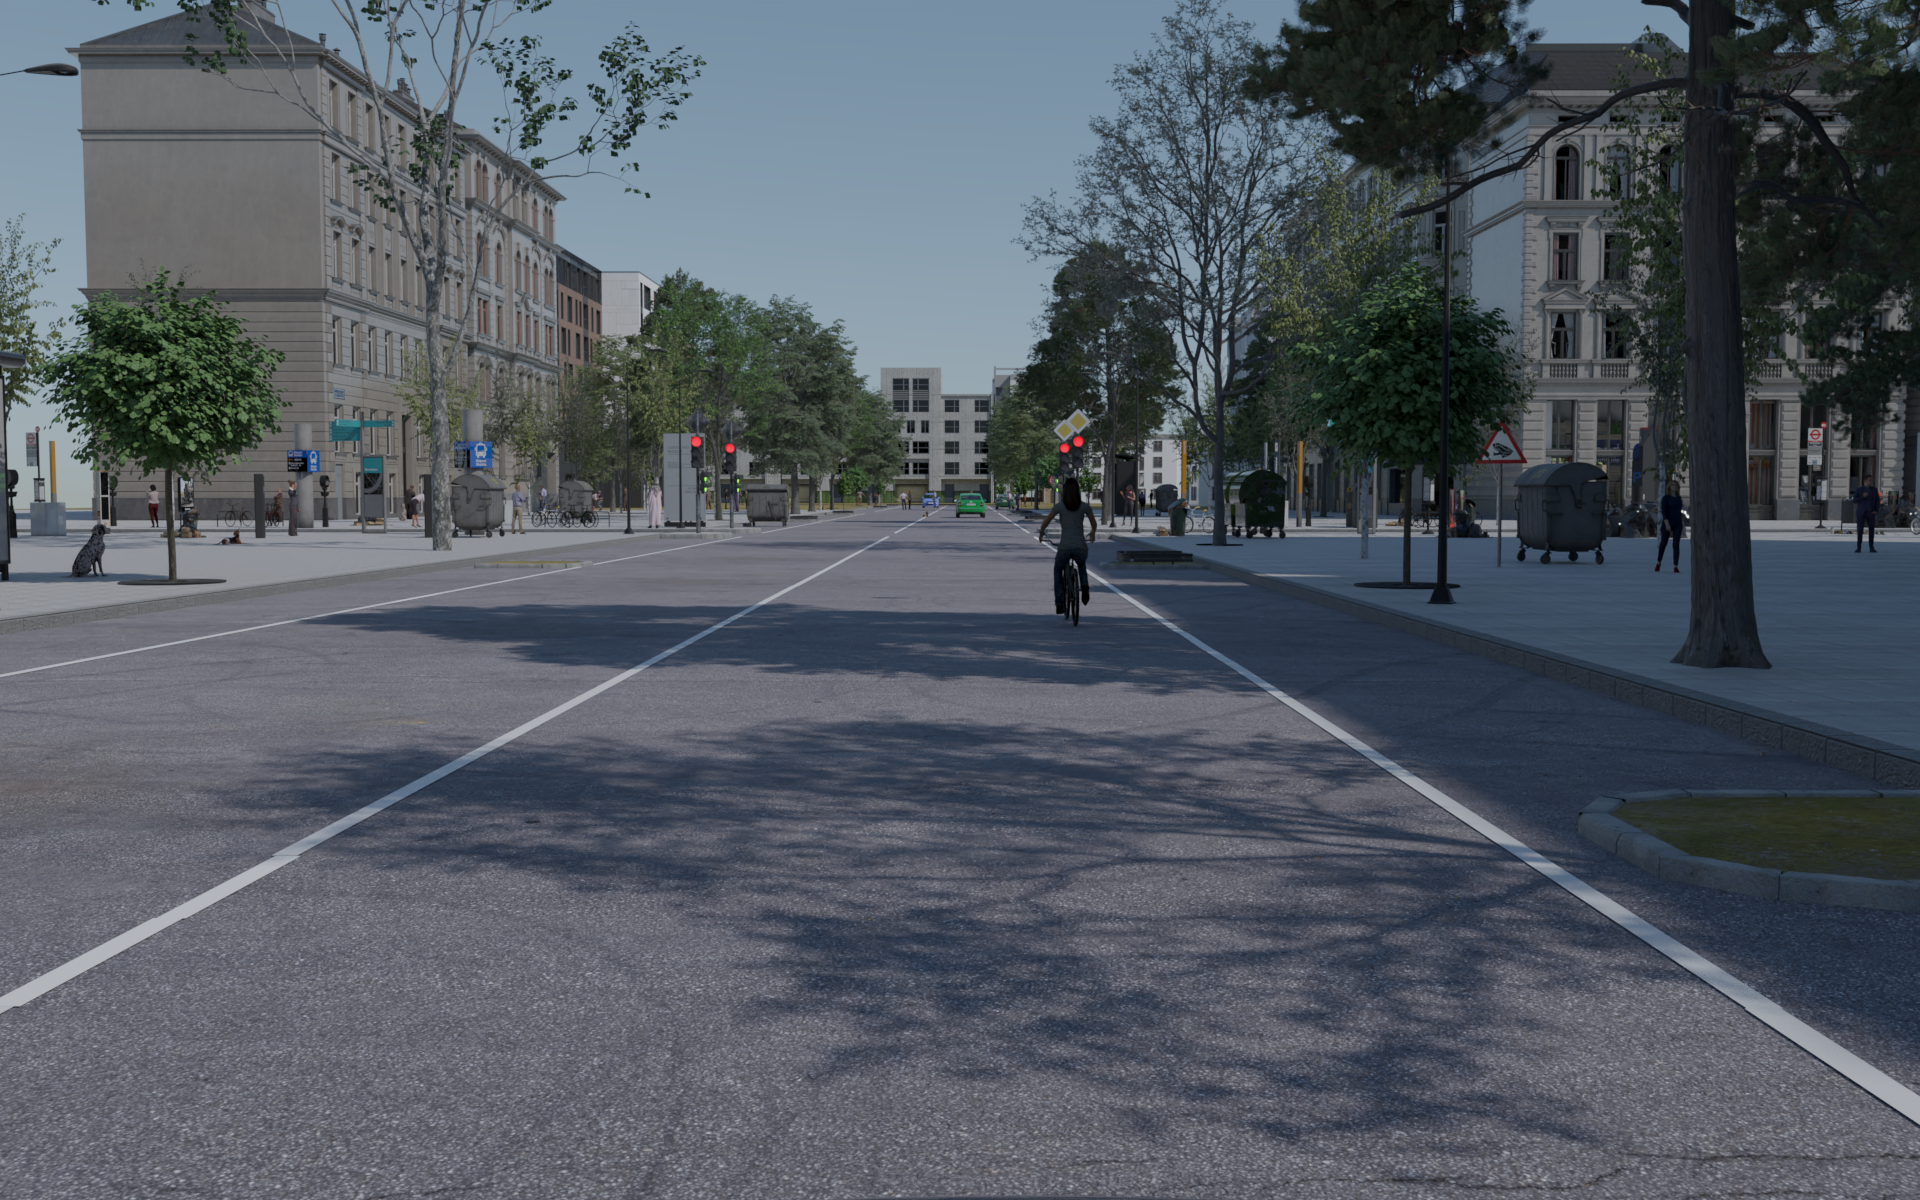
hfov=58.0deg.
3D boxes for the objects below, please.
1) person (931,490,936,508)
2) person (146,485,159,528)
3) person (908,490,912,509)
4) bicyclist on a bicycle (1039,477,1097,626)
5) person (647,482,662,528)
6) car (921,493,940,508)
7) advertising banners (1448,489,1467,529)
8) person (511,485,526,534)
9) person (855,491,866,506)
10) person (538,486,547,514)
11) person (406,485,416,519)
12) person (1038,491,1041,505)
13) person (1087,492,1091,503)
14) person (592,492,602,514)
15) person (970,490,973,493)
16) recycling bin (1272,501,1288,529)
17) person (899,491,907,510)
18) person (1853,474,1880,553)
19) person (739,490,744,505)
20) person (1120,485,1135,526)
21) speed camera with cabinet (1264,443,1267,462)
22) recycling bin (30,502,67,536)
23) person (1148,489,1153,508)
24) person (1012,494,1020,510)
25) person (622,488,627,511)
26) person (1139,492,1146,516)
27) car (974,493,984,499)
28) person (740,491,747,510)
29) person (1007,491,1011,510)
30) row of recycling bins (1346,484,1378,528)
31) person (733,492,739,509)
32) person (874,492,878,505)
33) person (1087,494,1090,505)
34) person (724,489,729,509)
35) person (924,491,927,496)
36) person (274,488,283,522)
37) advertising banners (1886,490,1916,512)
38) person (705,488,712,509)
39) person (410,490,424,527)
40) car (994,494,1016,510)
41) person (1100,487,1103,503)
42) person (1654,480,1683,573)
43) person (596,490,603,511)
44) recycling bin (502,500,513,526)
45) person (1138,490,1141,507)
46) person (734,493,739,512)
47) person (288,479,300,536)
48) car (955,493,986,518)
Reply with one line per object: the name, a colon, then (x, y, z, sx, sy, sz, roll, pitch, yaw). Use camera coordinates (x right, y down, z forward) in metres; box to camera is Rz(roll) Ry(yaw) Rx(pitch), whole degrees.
person: (-2.738, -10.320, 177.093, 0.599, 1.838, 0.709, 0, 4, 6)
person: (-30.835, -3.586, 66.137, 0.517, 1.644, 0.566, 0, 4, -6)
person: (-4.698, -9.455, 163.226, 0.705, 1.807, 1.348, 0, 4, 8)
bicyclist on a bicycle: (1.226, -0.564, 19.240, 1.499, 1.676, 1.625, 0, 4, -2)
person: (-11.409, -3.555, 64.828, 0.551, 1.740, 0.621, -3, 4, -37)
car: (-3.046, -10.399, 179.609, 1.945, 1.707, 3.694, 0, 4, 0)
advertising banners: (15.097, -3.479, 53.072, 0.090, 3.025, 2.074, 3, 5, 39)
person: (-14.206, -2.908, 55.650, 0.516, 1.574, 0.319, 2, 4, 27)
person: (-10.901, -11.144, 188.254, 1.348, 1.824, 0.705, 0, 4, 0)
person: (-27.359, -6.566, 113.259, 0.599, 1.838, 0.709, 1, 4, 15)
person: (-27.929, -4.979, 88.138, 0.565, 1.739, 0.600, 0, 4, 6)
person: (9.356, -12.291, 207.721, 1.217, 1.735, 0.721, -3, 5, -45)
person: (14.497, -11.567, 195.108, 0.705, 1.831, 1.348, -1, 4, -9)
person: (-23.069, -6.122, 109.331, 0.799, 1.438, 0.628, -2, 4, -25)
person: (1.155, -10.091, 173.496, 1.348, 1.822, 0.705, 0, 4, -3)
recycling bin: (11.787, -3.192, 64.750, 0.722, 1.027, 0.722, 3, 5, 42)
person: (-5.147, -9.033, 157.133, 0.756, 1.711, 0.436, 0, 4, 0)
person: (19.844, -1.894, 37.935, 0.541, 1.710, 0.530, 2, 4, 25)
person: (-26.132, -12.258, 206.905, 0.568, 1.767, 0.683, 3, 5, 43)
person: (6.782, -3.828, 70.098, 0.593, 1.643, 0.415, 0, 4, -8)
speed camera with cabinet: (11.979, -4.474, 67.483, 0.660, 3.252, 2.038, 2, 4, 31)
recycling bin: (-27.922, -2.476, 53.039, 0.722, 1.027, 0.722, 1, 4, 21)
person: (17.508, -9.321, 159.260, 0.721, 1.723, 1.217, 2, 4, 24)
person: (4.890, -8.712, 150.809, 0.599, 1.838, 0.709, -1, 4, -21)
person: (-25.170, -7.538, 129.982, 0.600, 1.739, 0.565, 0, 4, -5)
person: (10.730, -5.668, 101.941, 0.421, 1.427, 0.697, 0, 4, -1)
car: (1.357, -9.593, 166.635, 2.009, 1.686, 4.222, 0, 4, -1)
person: (-17.440, -8.338, 142.456, 1.348, 1.812, 0.705, 0, 4, -1)
person: (4.468, -9.117, 158.497, 0.436, 1.711, 0.756, 1, 4, 21)
row of recycling bins: (15.484, -3.637, 66.576, 1.069, 1.692, 3.534, 0, 4, 7)
person: (-17.279, -7.758, 133.547, 0.621, 1.740, 0.551, 3, 5, 41)
person: (-9.571, -11.525, 195.938, 0.593, 1.643, 0.415, 2, 4, 27)
person: (13.417, -10.744, 182.151, 0.568, 1.767, 0.683, 0, 4, -2)
person: (-19.752, -8.564, 146.882, 0.721, 1.723, 1.217, 0, 4, -2)
person: (-3.996, -12.125, 207.271, 0.617, 1.759, 0.750, -1, 4, -20)
person: (-30.901, -4.293, 78.510, 0.388, 1.546, 0.482, -2, 4, -27)
advertising banners: (38.190, -4.486, 69.539, 0.090, 3.025, 2.074, -2, 4, -29)
person: (-20.947, -8.396, 143.878, 0.434, 1.755, 0.990, 3, 5, 41)
person: (-20.793, -3.512, 66.660, 0.628, 1.438, 0.799, 1, 4, 9)
car: (4.227, -9.192, 162.080, 2.131, 1.459, 4.920, 0, 4, 2)
person: (9.297, -6.385, 111.116, 0.565, 1.739, 0.600, -2, 4, -35)
person: (11.654, -1.217, 28.489, 0.480, 1.512, 0.613, -2, 4, -27)
person: (-27.521, -7.588, 132.316, 0.569, 1.553, 0.471, -2, 4, -30)
recycling bin: (-18.785, -3.570, 70.921, 0.722, 1.027, 0.722, -3, 4, -38)
person: (17.841, -10.136, 172.548, 0.721, 1.735, 1.217, -3, 5, -43)
person: (-16.024, -7.157, 123.976, 0.530, 1.710, 0.541, 1, 4, 17)
person: (-20.226, -2.808, 52.752, 0.445, 1.727, 0.742, -3, 5, -43)
car: (0.623, -5.897, 105.213, 1.959, 1.807, 4.718, 0, 4, -1)
